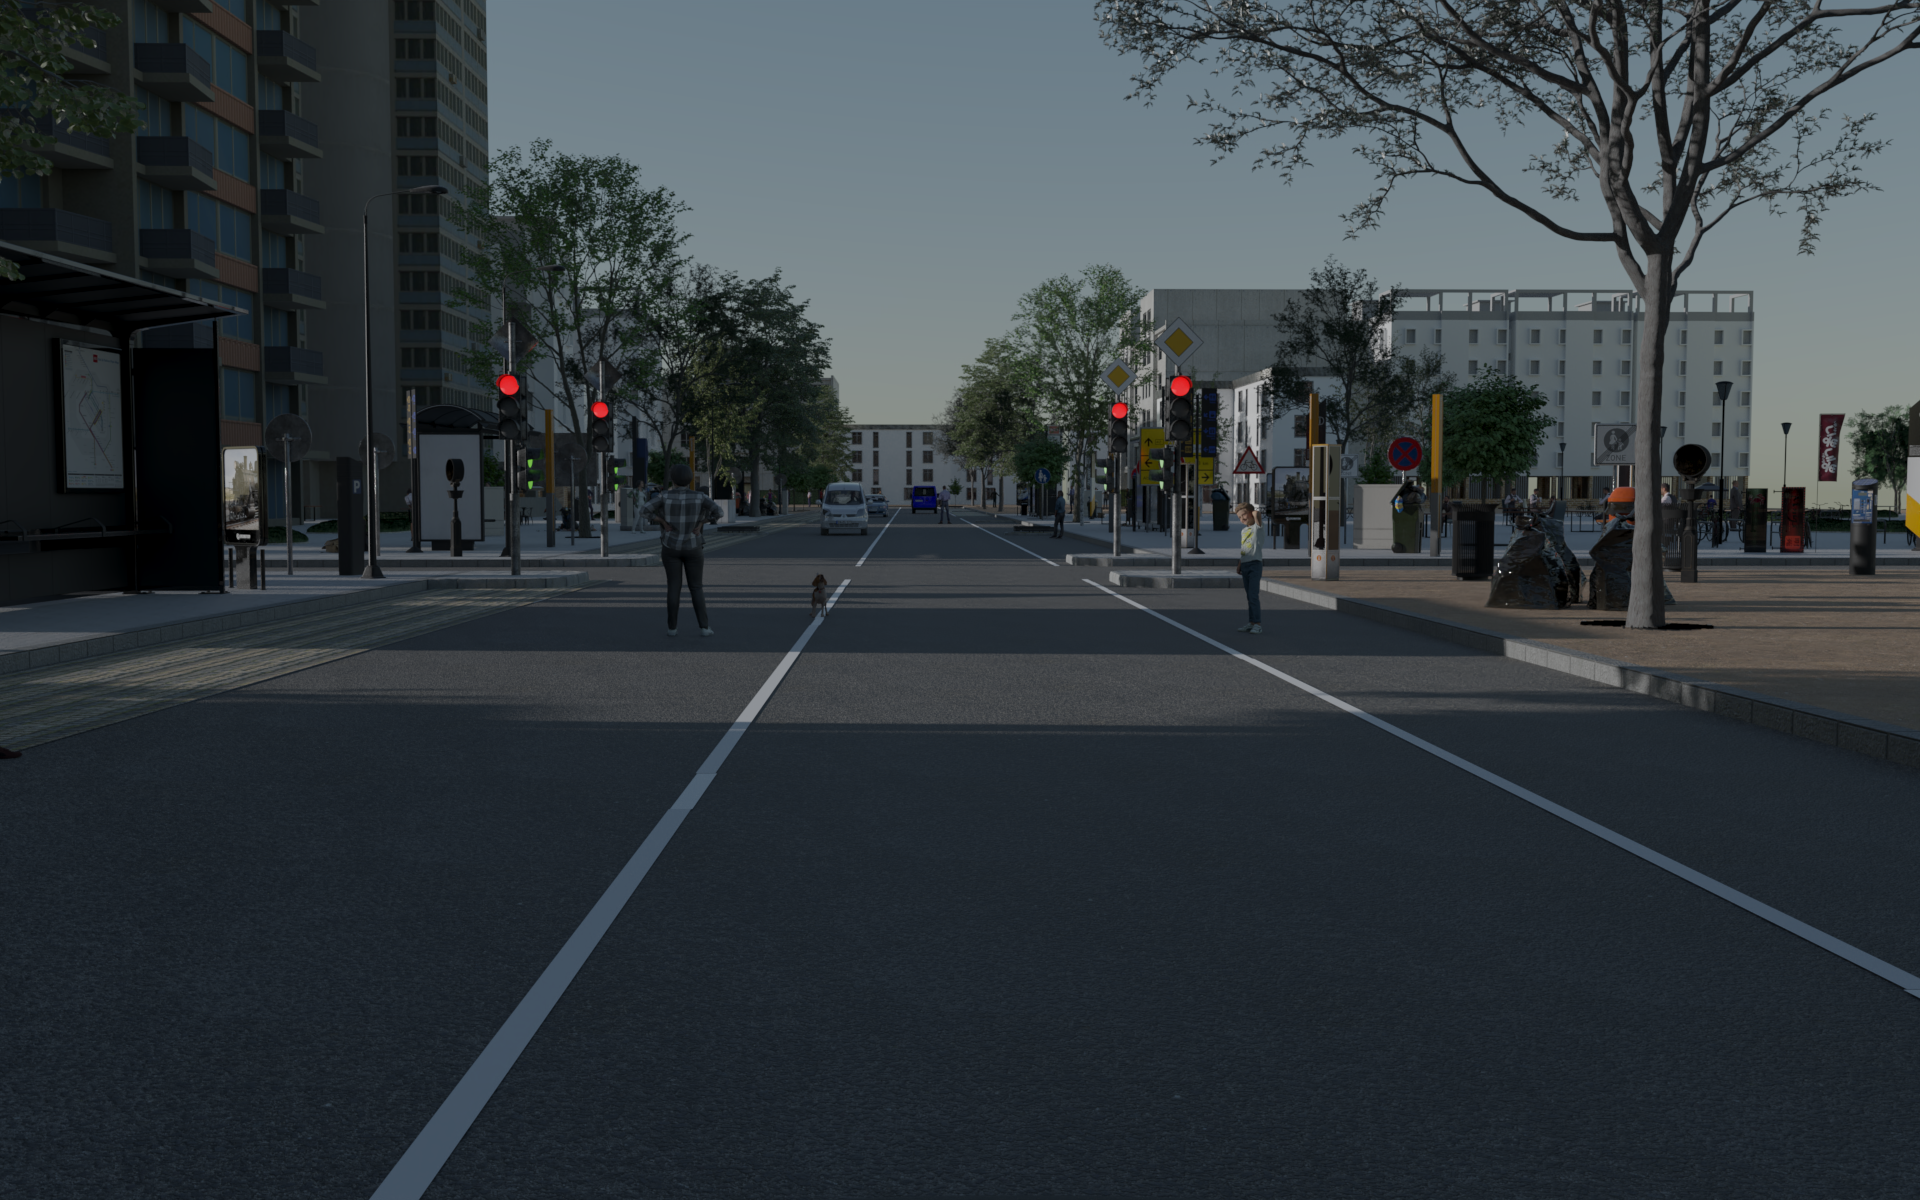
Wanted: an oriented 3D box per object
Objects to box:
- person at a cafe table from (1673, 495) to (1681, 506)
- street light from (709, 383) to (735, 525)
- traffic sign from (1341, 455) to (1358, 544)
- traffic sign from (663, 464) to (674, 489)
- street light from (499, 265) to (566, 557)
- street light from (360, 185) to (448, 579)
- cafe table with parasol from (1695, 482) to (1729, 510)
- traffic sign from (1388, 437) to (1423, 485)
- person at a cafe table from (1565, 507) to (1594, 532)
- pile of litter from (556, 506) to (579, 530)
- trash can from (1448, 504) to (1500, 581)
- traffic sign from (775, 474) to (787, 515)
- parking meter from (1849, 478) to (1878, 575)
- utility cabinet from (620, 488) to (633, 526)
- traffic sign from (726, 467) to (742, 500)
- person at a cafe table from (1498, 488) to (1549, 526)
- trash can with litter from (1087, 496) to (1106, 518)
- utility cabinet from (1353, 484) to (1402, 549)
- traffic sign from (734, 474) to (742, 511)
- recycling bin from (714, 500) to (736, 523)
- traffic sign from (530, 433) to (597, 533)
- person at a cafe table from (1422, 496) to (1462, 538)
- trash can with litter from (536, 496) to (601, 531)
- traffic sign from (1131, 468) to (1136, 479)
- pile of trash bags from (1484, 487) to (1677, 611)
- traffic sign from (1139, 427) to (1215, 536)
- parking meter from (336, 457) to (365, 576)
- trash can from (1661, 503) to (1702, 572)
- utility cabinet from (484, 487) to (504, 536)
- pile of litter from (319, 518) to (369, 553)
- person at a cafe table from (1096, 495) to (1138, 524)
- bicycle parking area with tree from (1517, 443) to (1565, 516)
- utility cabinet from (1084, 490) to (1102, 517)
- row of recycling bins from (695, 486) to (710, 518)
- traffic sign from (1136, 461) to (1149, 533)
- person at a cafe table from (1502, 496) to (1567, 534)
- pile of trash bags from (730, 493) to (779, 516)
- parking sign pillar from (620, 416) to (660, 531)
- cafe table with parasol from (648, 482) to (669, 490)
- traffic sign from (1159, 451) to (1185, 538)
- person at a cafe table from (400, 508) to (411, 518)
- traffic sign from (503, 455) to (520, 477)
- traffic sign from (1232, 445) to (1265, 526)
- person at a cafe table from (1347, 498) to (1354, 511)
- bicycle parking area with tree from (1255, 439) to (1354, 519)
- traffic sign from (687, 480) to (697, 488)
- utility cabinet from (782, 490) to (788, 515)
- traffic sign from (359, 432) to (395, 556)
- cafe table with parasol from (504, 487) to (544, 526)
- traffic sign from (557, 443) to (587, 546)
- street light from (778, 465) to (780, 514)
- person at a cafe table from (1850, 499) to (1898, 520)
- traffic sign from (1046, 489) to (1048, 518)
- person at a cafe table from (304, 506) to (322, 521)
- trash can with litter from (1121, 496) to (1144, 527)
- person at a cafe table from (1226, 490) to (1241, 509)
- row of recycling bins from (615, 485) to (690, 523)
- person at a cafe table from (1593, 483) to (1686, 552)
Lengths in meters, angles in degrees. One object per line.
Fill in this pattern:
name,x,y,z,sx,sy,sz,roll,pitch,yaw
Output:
person at a cafe table,44.245,-5.976,108.569,1.726,1.238,1.698,3,4,38
street light,-9.769,-6.097,72.229,1.470,5.913,1.316,0,4,-2
traffic sign,9.885,-2.585,44.398,0.606,2.300,0.079,0,4,4
traffic sign,-12.144,-4.483,73.306,0.884,2.594,0.081,0,4,5
street light,-8.695,-3.836,35.254,1.470,5.913,1.316,0,4,-2
street light,-8.399,-3.283,26.211,1.470,5.913,1.316,0,4,-2
cafe table with parasol,42.562,-5.731,98.574,2.610,1.966,2.610,-1,4,-20
traffic sign,9.889,-2.353,38.570,0.768,2.556,0.104,0,4,3
person at a cafe table,21.524,-3.061,58.557,1.622,1.524,1.698,3,4,36
pile of litter,-13.902,-2.946,62.129,1.176,0.858,1.719,-2,4,-33
trash can,7.663,-0.869,25.860,0.748,1.137,0.748,0,3,0
traffic sign,-11.087,-6.549,107.179,0.768,2.556,0.104,0,4,-1
parking meter,14.385,-1.172,27.571,0.372,1.533,0.369,0,3,0
utility cabinet,-11.867,-3.322,62.995,0.318,1.500,1.173,2,4,25
traffic sign,-10.679,-4.988,81.664,0.768,2.556,0.104,0,4,8
person at a cafe table,22.555,-3.758,69.962,1.698,1.524,1.622,-1,4,-21
trash can with litter,7.320,-4.972,92.683,1.055,1.170,0.624,2,4,30
utility cabinet,9.690,-1.911,39.916,1.173,1.500,0.318,2,4,26
traffic sign,-11.725,-5.511,90.206,0.768,2.556,0.104,0,4,7
recycling bin,-10.341,-3.894,76.218,0.722,1.027,0.722,1,4,17
traffic sign,-13.167,-3.894,57.541,2.265,3.308,0.079,0,4,6
person at a cafe table,14.123,-2.487,51.519,1.726,1.238,1.698,-2,4,-24
trash can with litter,-13.480,-2.980,59.785,2.233,1.210,1.678,-1,4,-11
traffic sign,8.525,-5.043,82.556,0.768,2.556,0.104,0,4,3
pile of trash bags,7.512,-0.654,20.445,1.912,1.369,3.447,2,4,33
traffic sign,6.577,-3.587,52.519,2.265,3.308,0.079,0,4,5
parking meter,-9.640,-1.327,27.406,0.255,1.863,0.399,1,4,14
trash can,11.864,-1.040,28.665,0.748,1.137,0.748,0,3,0
utility cabinet,-14.410,-2.673,52.387,1.173,1.500,0.318,-3,5,-41
pile of litter,-13.639,-1.495,38.408,1.176,0.858,1.719,1,4,19
person at a cafe table,6.877,-3.823,73.360,1.726,1.238,1.698,-1,4,-16
bicycle parking area with tree,35.542,-6.619,95.228,9.016,4.147,8.231,-2,4,-35
utility cabinet,7.350,-5.392,96.834,1.173,1.500,0.318,-1,4,-16
row of recycling bins,-14.034,-4.932,87.749,3.534,1.692,1.069,2,4,30
traffic sign,6.242,-3.519,57.634,0.768,2.556,0.104,0,4,-1
person at a cafe table,18.596,-2.721,55.355,1.698,1.238,1.726,-2,4,-24
pile of trash bags,-12.196,-5.592,101.186,1.912,1.369,3.447,2,4,31
parking sign pillar,-11.175,-4.406,60.508,1.447,3.967,1.447,0,4,-6
cafe table with parasol,-18.331,-5.982,102.676,2.610,1.966,2.610,1,4,10
traffic sign,6.221,-3.107,50.912,0.768,2.556,0.104,0,3,0
person at a cafe table,-21.422,-3.560,69.062,1.698,1.238,1.726,-1,4,-17
traffic sign,-14.318,-3.402,55.730,0.768,2.556,0.104,0,4,1
traffic sign,7.683,-2.821,46.134,0.884,2.594,0.081,0,4,1
person at a cafe table,22.980,-5.385,98.910,1.698,1.238,1.726,-1,4,-11
bicycle parking area with tree,18.919,-6.193,88.251,9.016,4.147,8.231,3,4,38
traffic sign,-13.469,-5.246,85.784,0.884,2.594,0.081,0,4,5
utility cabinet,-10.771,-5.987,106.563,0.318,1.500,1.173,0,4,-2
traffic sign,-12.023,-2.178,35.719,0.768,2.556,0.104,0,4,4
cafe table with parasol,-18.335,-4.037,70.864,2.610,1.966,2.610,-1,4,-17
traffic sign,-9.657,-2.631,43.124,0.768,2.556,0.104,0,4,3
street light,-10.836,-8.364,109.288,1.470,5.913,1.316,0,4,-2
person at a cafe table,42.991,-4.347,81.941,1.698,1.238,1.726,-1,4,-23
traffic sign,4.641,-5.654,92.447,0.884,2.594,0.081,0,4,4
person at a cafe table,-31.220,-4.458,81.399,1.698,1.524,1.622,1,4,16
trash can with litter,6.804,-3.530,68.777,1.678,1.210,2.233,0,4,-8
person at a cafe table,17.321,-6.245,110.623,1.622,1.524,1.698,-1,4,-10
row of recycling bins,-14.078,-4.386,78.817,3.534,1.692,1.069,-3,5,-40
person at a cafe table,14.869,-1.763,37.348,1.622,1.524,1.698,3,5,42
